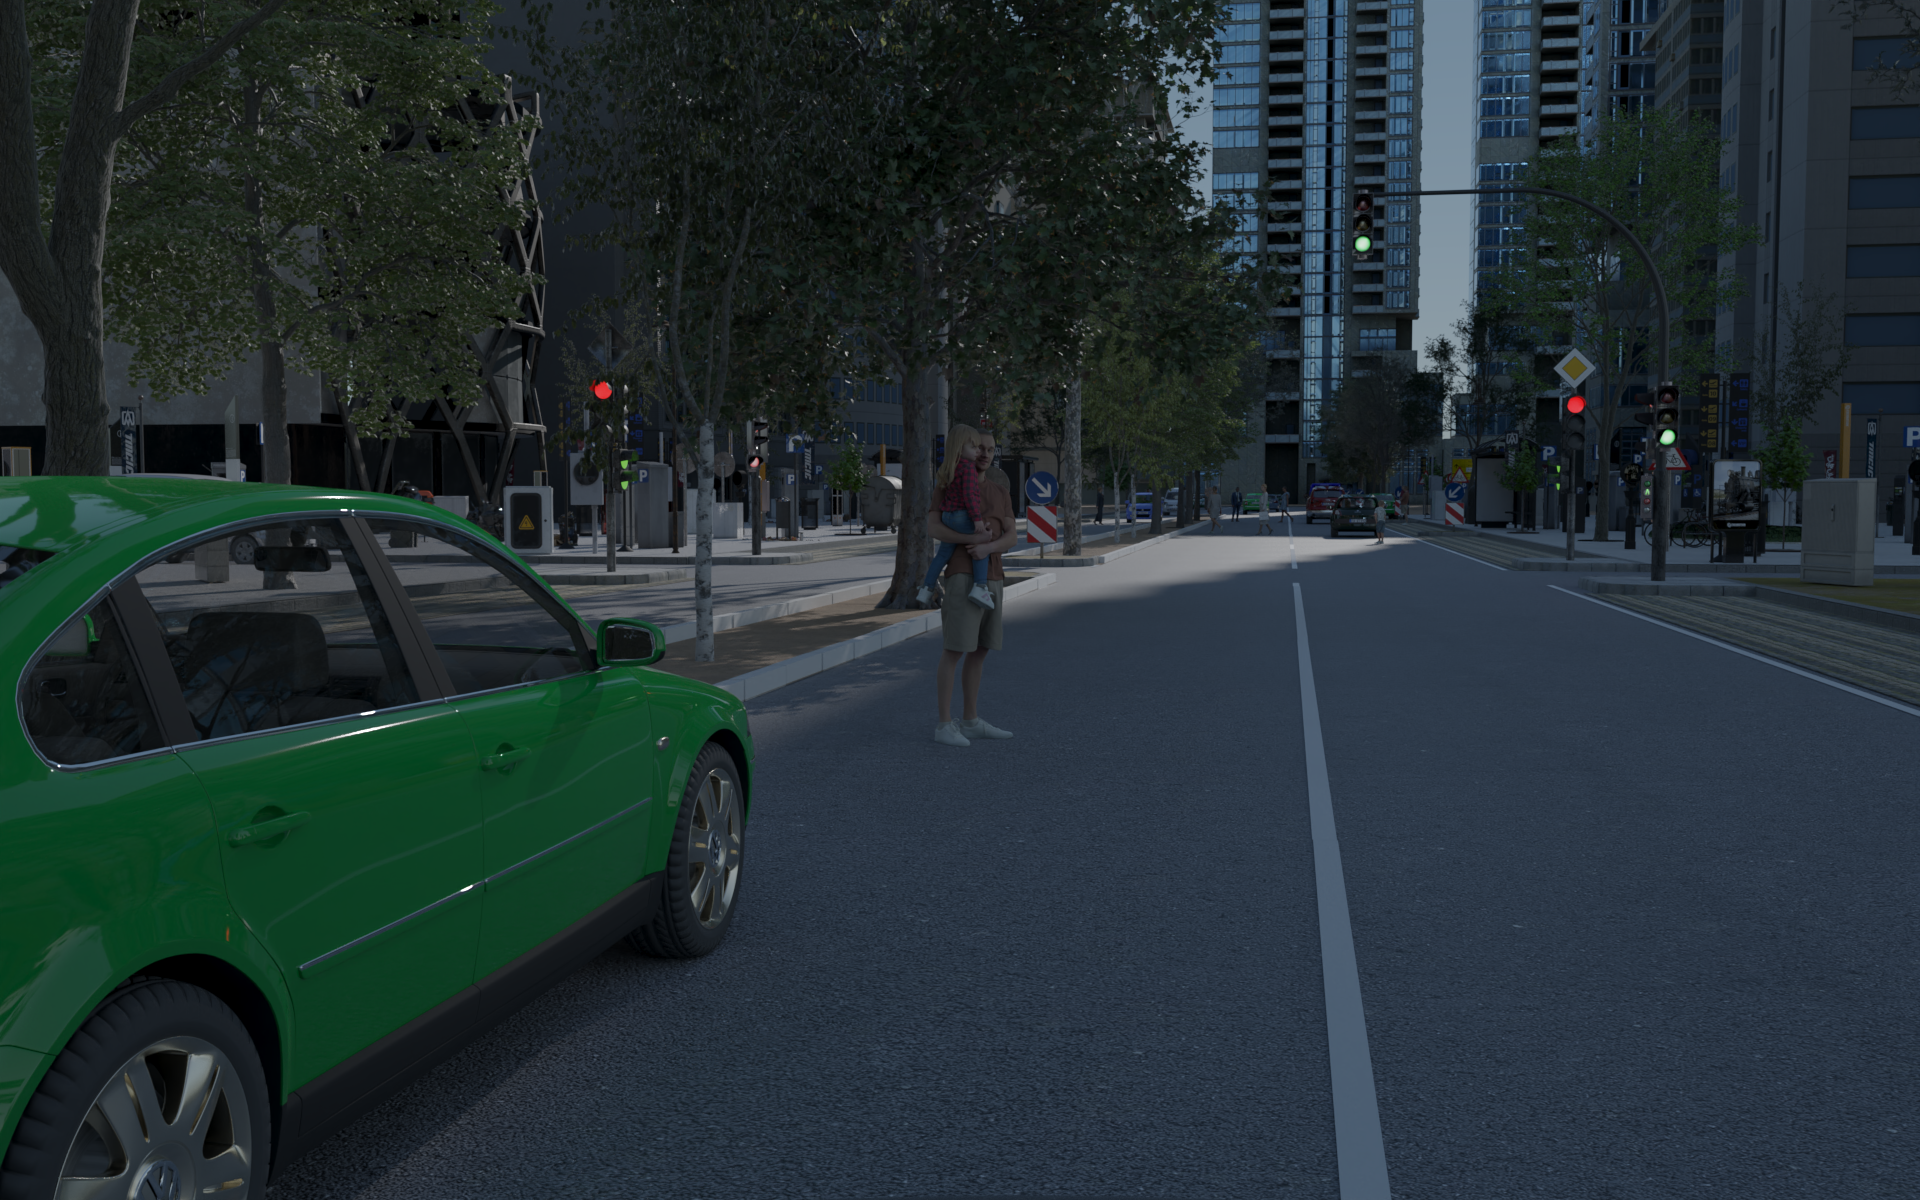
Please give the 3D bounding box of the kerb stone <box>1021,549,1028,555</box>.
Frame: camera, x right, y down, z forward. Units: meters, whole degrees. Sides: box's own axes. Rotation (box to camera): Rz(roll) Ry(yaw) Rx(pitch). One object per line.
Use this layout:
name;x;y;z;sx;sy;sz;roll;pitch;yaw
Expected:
kerb stone;1.322;-0.997;38.564;0.120;0.150;1.000;1;4;11

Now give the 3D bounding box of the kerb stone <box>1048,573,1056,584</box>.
kerb stone;1.400;-0.327;27.594;0.120;0.150;1.000;1;4;11

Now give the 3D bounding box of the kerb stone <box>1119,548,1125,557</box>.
kerb stone;3.578;-1.040;39.193;0.120;0.150;1.000;1;4;11

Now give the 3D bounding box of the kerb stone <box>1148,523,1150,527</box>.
kerb stone;7.781;-3.097;72.826;0.120;0.150;1.000;1;4;11

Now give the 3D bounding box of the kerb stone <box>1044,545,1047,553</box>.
kerb stone;1.891;-1.186;41.583;0.120;0.150;1.000;1;4;11

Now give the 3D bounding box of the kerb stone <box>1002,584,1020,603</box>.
kerb stone;0.645;-0.084;23.574;0.120;0.150;1.000;1;4;11

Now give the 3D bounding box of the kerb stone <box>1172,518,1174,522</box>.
kerb stone;10.627;-4.021;87.945;0.120;0.150;1.000;1;4;11

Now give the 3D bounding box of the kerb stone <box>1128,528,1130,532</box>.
kerb stone;6.074;-2.542;63.762;0.120;0.150;1.000;1;4;11

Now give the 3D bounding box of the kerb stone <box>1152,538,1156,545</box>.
kerb stone;5.289;-1.593;48.256;0.120;0.150;1.000;1;4;11

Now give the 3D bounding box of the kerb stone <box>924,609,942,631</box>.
kerb stone;-0.305;0.223;18.544;0.120;0.150;1.000;1;4;11

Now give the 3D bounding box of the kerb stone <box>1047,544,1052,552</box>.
kerb stone;2.085;-1.243;42.587;0.120;0.150;1.000;1;4;11

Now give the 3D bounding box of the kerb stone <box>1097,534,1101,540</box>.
kerb stone;4.171;-1.925;53.667;0.120;0.150;1.000;1;4;11

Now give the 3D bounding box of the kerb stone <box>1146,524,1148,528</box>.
kerb stone;7.592;-3.035;71.820;0.120;0.150;1.000;1;4;11

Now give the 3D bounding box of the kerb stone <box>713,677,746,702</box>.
kerb stone;-1.643;0.657;11.473;0.120;0.150;1.000;1;4;11

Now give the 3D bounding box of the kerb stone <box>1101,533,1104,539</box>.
kerb stone;4.364;-1.987;54.684;0.120;0.150;1.000;1;4;11

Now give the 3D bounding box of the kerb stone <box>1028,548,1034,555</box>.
kerb stone;1.511;-1.063;39.569;0.120;0.150;1.000;1;4;11

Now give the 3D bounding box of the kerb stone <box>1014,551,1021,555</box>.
kerb stone;1.134;-0.940;37.559;0.120;0.150;1.000;1;4;11

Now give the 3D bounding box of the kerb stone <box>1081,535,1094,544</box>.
kerb stone;3.802;-1.802;51.656;0.120;0.150;1.000;1;4;11

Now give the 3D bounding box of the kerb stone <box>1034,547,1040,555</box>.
kerb stone;1.706;-1.124;40.573;0.120;0.150;1.000;1;4;11

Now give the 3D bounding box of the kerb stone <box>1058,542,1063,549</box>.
kerb stone;2.468;-1.365;44.596;0.120;0.150;1.000;1;4;11

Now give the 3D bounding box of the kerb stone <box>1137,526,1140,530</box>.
kerb stone;6.835;-2.786;67.786;0.120;0.150;1.000;1;4;11

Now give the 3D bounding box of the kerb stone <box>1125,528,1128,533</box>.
kerb stone;5.883;-2.479;62.743;0.120;0.150;1.000;1;4;11

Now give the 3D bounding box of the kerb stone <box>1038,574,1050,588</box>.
kerb stone;1.211;-0.269;26.588;0.120;0.150;1.000;1;4;11

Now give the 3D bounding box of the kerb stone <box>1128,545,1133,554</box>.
kerb stone;3.959;-1.163;41.219;0.120;0.150;1.000;1;4;11

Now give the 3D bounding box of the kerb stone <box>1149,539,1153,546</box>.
kerb stone;5.098;-1.533;47.252;0.120;0.150;1.000;1;4;11

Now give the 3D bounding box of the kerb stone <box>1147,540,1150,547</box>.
kerb stone;4.908;-1.471;46.248;0.120;0.150;1.000;1;4;11

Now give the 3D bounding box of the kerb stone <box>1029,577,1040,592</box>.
kerb stone;1.017;-0.205;25.585;0.120;0.150;1.000;1;4;11

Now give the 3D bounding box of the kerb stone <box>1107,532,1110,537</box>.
kerb stone;4.733;-2.110;56.695;0.120;0.150;1.000;1;4;11

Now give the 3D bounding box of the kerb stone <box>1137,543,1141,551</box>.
kerb stone;4.350;-1.287;43.231;0.120;0.150;1.000;1;4;11

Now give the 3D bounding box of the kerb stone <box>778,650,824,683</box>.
kerb stone;-1.269;0.532;13.492;0.120;0.150;1.000;1;4;11

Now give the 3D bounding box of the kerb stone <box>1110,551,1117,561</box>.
kerb stone;3.202;-0.915;37.167;0.120;0.150;1.000;1;4;11

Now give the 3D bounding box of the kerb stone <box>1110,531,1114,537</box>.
kerb stone;4.939;-2.169;57.704;0.120;0.150;1.000;1;4;11

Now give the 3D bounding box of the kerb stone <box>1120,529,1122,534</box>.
kerb stone;5.499;-2.357;60.726;0.120;0.150;1.000;1;4;11

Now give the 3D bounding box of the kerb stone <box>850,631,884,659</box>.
kerb stone;-0.878;0.413;15.505;0.120;0.150;1.000;1;4;11

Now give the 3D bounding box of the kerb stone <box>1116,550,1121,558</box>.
kerb stone;3.385;-0.977;38.179;0.120;0.150;1.000;1;4;11

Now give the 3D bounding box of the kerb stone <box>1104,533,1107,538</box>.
kerb stone;4.550;-2.049;55.689;0.120;0.150;1.000;1;4;11

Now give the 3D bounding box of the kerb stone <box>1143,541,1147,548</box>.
kerb stone;4.721;-1.401;45.243;0.120;0.150;1.000;1;4;11

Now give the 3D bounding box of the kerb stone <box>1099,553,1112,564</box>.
kerb stone;3.011;-0.854;36.163;0.120;0.150;1.000;1;4;11

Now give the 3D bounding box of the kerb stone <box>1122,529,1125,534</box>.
kerb stone;5.698;-2.419;61.738;0.120;0.150;1.000;1;4;11

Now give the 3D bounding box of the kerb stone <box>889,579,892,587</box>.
kerb stone;-1.042;-0.229;25.964;0.120;0.150;1.000;1;4;11

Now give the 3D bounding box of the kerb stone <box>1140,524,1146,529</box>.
kerb stone;7.403;-2.967;70.801;0.120;0.150;1.000;1;4;11

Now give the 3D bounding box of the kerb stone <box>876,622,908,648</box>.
kerb stone;-0.686;0.347;16.525;0.120;0.150;1.000;1;4;11

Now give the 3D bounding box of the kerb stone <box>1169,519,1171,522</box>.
kerb stone;10.254;-3.895;85.931;0.120;0.150;1.000;1;4;11

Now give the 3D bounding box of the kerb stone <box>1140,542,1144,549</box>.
kerb stone;4.532;-1.348;44.238;0.120;0.150;1.000;1;4;11

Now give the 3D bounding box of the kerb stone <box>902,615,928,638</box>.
kerb stone;-0.508;0.285;17.532;0.120;0.150;1.000;1;4;11

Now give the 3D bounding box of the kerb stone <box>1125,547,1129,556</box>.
kerb stone;3.768;-1.102;40.210;0.120;0.150;1.000;1;4;11

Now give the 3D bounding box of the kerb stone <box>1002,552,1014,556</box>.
kerb stone;0.943;-0.878;36.555;0.120;0.150;1.000;1;4;11

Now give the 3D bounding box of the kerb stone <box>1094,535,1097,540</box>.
kerb stone;3.983;-1.863;52.662;0.120;0.150;1.000;1;4;11

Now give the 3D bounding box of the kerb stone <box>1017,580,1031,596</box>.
kerb stone;0.834;-0.146;24.579;0.120;0.150;1.000;1;4;11

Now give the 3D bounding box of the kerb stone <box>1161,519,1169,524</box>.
kerb stone;10.054;-3.836;84.919;0.120;0.150;1.000;1;4;11

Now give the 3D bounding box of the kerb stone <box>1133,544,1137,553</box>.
kerb stone;4.154;-1.225;42.225;0.120;0.150;1.000;1;4;11

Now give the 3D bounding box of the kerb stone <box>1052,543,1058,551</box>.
kerb stone;2.276;-1.309;43.591;0.120;0.150;1.000;1;4;11

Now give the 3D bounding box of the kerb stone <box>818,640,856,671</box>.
kerb stone;-1.072;0.471;14.498;0.120;0.150;1.000;1;4;11

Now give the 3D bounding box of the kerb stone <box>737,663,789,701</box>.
kerb stone;-1.452;0.594;12.478;0.120;0.150;1.000;1;4;11
